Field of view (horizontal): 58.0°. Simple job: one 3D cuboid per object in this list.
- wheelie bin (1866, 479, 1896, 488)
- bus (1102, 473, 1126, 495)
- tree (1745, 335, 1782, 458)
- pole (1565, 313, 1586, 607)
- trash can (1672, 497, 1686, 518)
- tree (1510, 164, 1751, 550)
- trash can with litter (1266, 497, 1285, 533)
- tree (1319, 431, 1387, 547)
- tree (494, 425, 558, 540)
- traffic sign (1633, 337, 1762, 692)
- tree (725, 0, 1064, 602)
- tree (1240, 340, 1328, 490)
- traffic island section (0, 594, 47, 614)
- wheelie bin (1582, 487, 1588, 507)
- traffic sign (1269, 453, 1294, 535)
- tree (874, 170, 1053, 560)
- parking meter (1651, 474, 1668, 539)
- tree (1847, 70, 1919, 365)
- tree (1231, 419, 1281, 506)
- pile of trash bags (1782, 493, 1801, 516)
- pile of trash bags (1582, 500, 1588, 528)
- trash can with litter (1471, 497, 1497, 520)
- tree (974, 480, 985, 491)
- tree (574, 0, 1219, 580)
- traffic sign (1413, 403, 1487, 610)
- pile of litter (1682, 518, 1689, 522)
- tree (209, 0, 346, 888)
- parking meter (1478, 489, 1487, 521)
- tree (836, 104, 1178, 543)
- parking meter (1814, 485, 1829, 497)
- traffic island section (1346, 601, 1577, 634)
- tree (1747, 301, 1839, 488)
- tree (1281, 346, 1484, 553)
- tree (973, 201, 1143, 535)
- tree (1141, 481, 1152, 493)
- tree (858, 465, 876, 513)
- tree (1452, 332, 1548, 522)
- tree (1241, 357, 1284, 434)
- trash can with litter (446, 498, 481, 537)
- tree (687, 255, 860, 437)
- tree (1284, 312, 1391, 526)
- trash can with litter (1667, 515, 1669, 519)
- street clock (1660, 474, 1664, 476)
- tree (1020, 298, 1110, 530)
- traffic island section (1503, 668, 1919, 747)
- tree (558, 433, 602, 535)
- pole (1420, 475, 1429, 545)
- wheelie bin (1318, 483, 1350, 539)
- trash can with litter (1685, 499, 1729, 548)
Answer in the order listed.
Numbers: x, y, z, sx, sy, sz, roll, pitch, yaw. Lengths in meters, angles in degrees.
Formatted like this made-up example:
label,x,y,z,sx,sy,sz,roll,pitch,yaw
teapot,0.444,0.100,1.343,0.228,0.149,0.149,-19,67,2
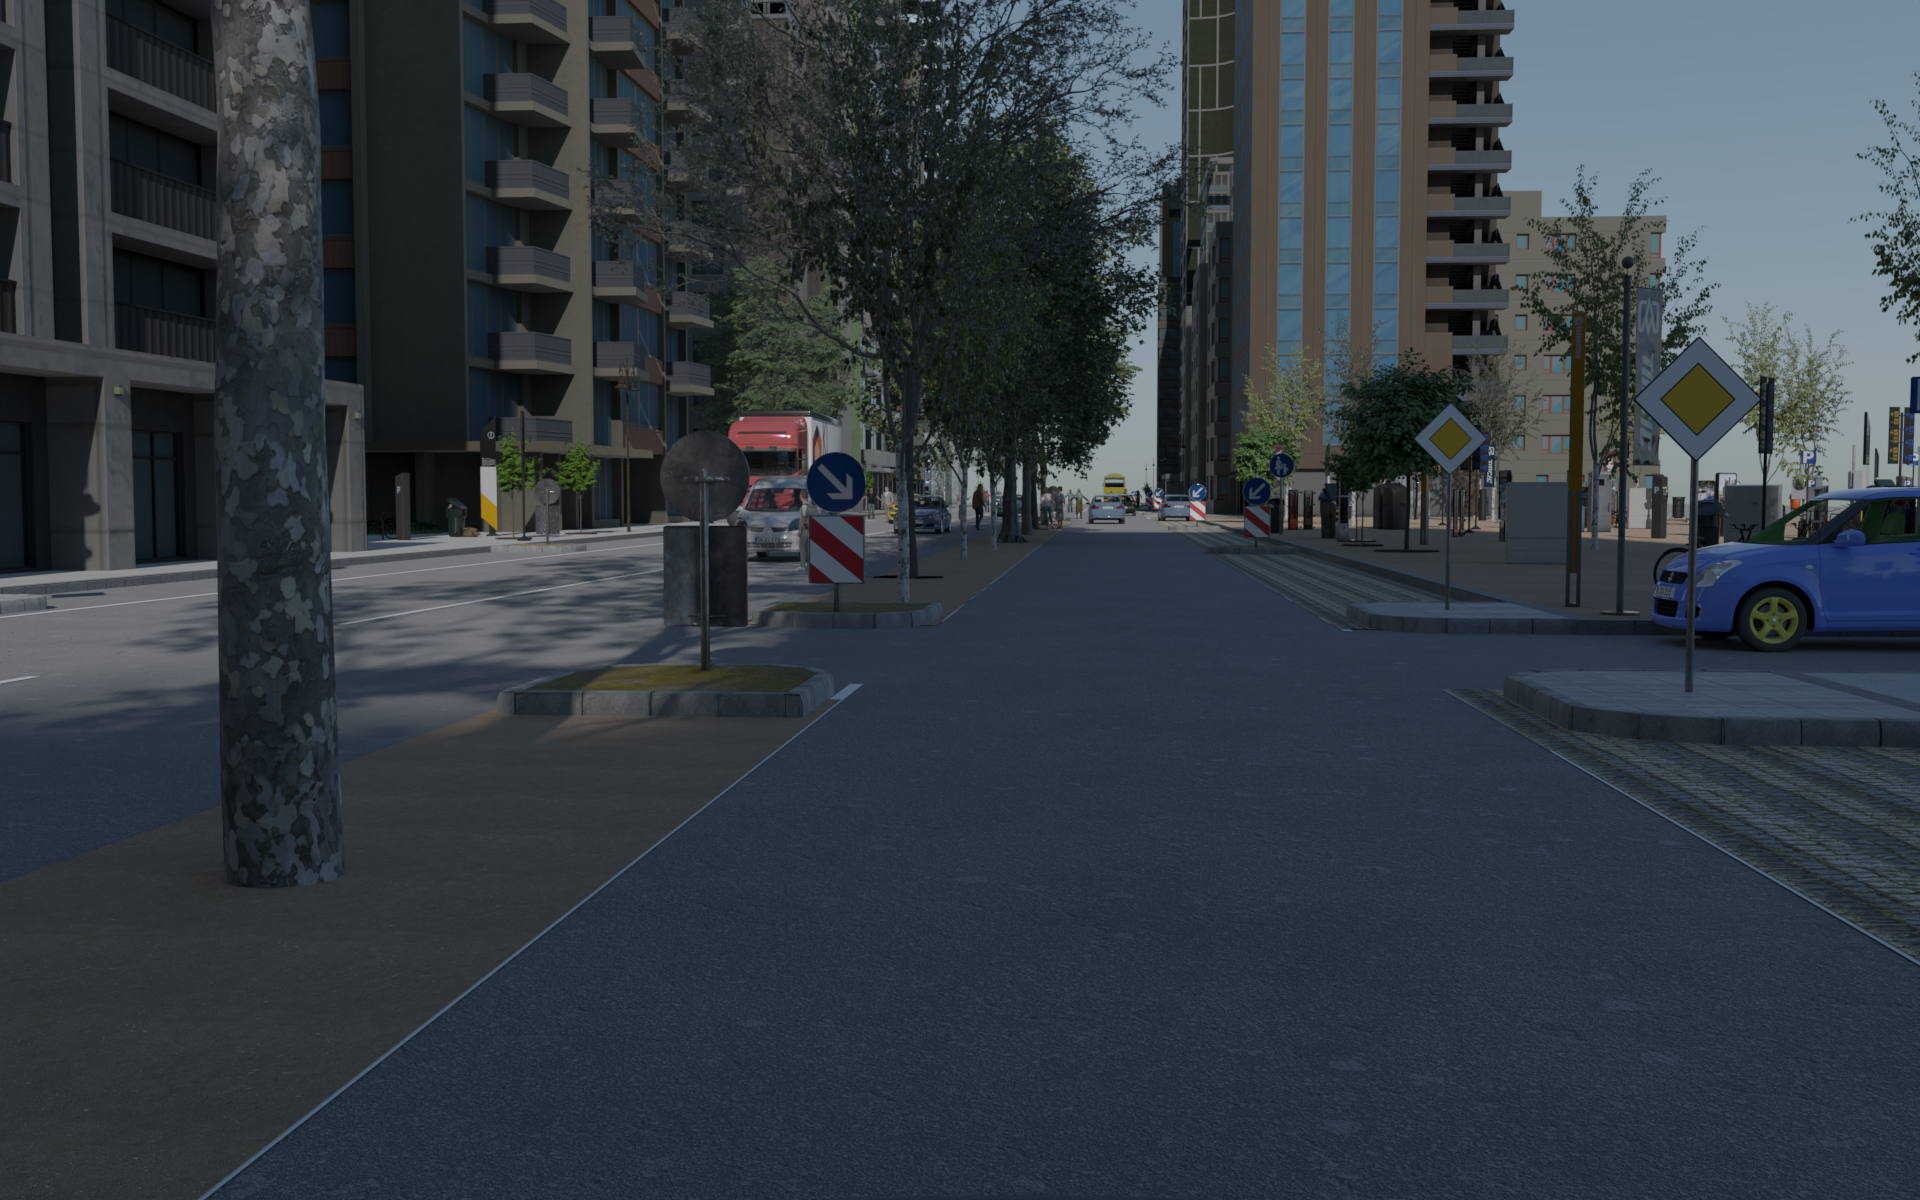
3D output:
label,x,y,z,sx,sy,sz,roll,pitch,yaw
wheelie bin,19.427,-1.750,36.515,0.980,1.594,0.693,-2,4,-31
bus,18.443,-13.181,207.053,2.896,3.916,12.252,0,4,5
tree,36.217,-7.573,74.177,4.360,8.622,3.978,0,3,0
pole,6.974,-1.576,19.614,0.158,3.312,0.155,0,3,0
trash can,38.137,-4.910,91.934,0.748,1.137,0.748,0,3,0
tree,14.734,-5.437,39.265,4.737,8.622,4.395,0,3,0
trash can with litter,10.302,-2.773,56.732,0.624,1.170,1.055,0,4,6
tree,9.803,-2.940,42.673,1.663,3.219,1.824,0,3,0
tree,-12.720,-3.329,49.031,1.663,3.219,1.824,0,3,0
traffic sign,4.721,-0.460,11.160,0.795,2.450,0.064,0,4,5
tree,-0.704,-4.166,20.926,4.360,8.622,3.978,0,3,0
tree,15.484,-8.071,82.317,4.737,8.622,4.395,0,3,0
traffic island section,-12.411,0.097,20.697,2.009,0.180,2.903,0,4,5
wheelie bin,26.556,-4.024,73.694,0.693,1.594,0.980,-1,4,-23
traffic sign,10.061,-3.312,54.263,0.768,2.556,0.104,0,4,7
tree,0.056,-5.188,37.648,4.737,8.622,4.395,0,3,0
parking meter,20.149,-2.701,49.874,0.255,1.863,0.399,-2,4,-28
tree,17.466,-4.866,29.914,4.360,8.622,3.978,0,3,0
tree,13.315,-5.617,75.559,4.285,4.588,4.351,0,3,0
pile of trash bags,42.453,-4.939,90.505,3.447,1.369,1.912,-1,4,-16
pile of trash bags,22.084,-3.420,65.666,3.447,1.369,1.912,-1,4,-11
trash can with litter,26.757,-4.665,87.332,2.233,1.210,1.678,2,4,25
tree,2.838,-14.511,231.852,1.663,3.219,1.824,0,3,0
tree,-0.896,-7.111,29.092,12.009,13.543,11.850,0,3,0
traffic sign,5.393,-0.946,19.117,0.795,2.450,0.064,0,4,5
pile of litter,33.869,-3.971,78.885,1.719,0.858,1.176,3,5,41
tree,-1.380,-8.963,4.894,12.611,20.169,13.585,0,3,0
parking meter,25.197,-4.592,83.487,0.372,1.533,0.369,0,3,0
tree,1.478,-8.011,50.441,9.611,12.733,9.660,0,3,0
parking meter,24.859,-2.544,50.013,0.372,1.533,0.369,0,3,0
traffic island section,5.417,0.189,19.192,2.009,0.180,2.903,0,4,5
tree,30.617,-7.041,65.483,4.737,8.622,4.395,0,3,0
tree,9.873,-3.348,38.461,4.285,4.588,4.351,0,3,0
tree,2.405,-8.508,59.685,7.486,12.596,7.792,0,3,0
tree,26.947,-15.572,249.209,1.663,3.219,1.824,0,3,0
tree,-6.485,-7.440,116.242,1.663,3.219,1.824,0,3,0
tree,24.793,-7.926,79.955,4.360,8.622,3.978,0,3,0
tree,16.693,-8.474,88.912,4.360,8.622,3.978,0,3,0
trash can with litter,-14.776,-2.460,51.600,1.055,1.170,0.624,1,4,18
tree,-9.691,-11.268,90.883,9.857,13.997,8.962,0,3,0
tree,15.703,-7.267,69.181,4.360,8.622,3.978,0,3,0
trash can with litter,35.390,-4.744,88.620,1.678,1.210,2.233,-3,4,-36
street clock,25.368,-3.567,62.889,0.358,2.002,0.471,0,4,-3
tree,3.781,-9.247,79.396,9.928,11.665,9.643,0,3,0
traffic island section,4.745,0.676,11.235,2.009,0.180,2.903,0,4,5
tree,-12.223,-3.702,55.131,1.663,3.219,1.824,0,3,0
pole,11.762,-3.055,43.789,0.158,3.312,0.155,0,3,0
wheelie bin,10.789,-2.583,50.140,0.980,1.594,0.693,-1,4,-21
trash can with litter,15.121,-1.451,35.110,0.624,1.170,1.055,3,5,39
